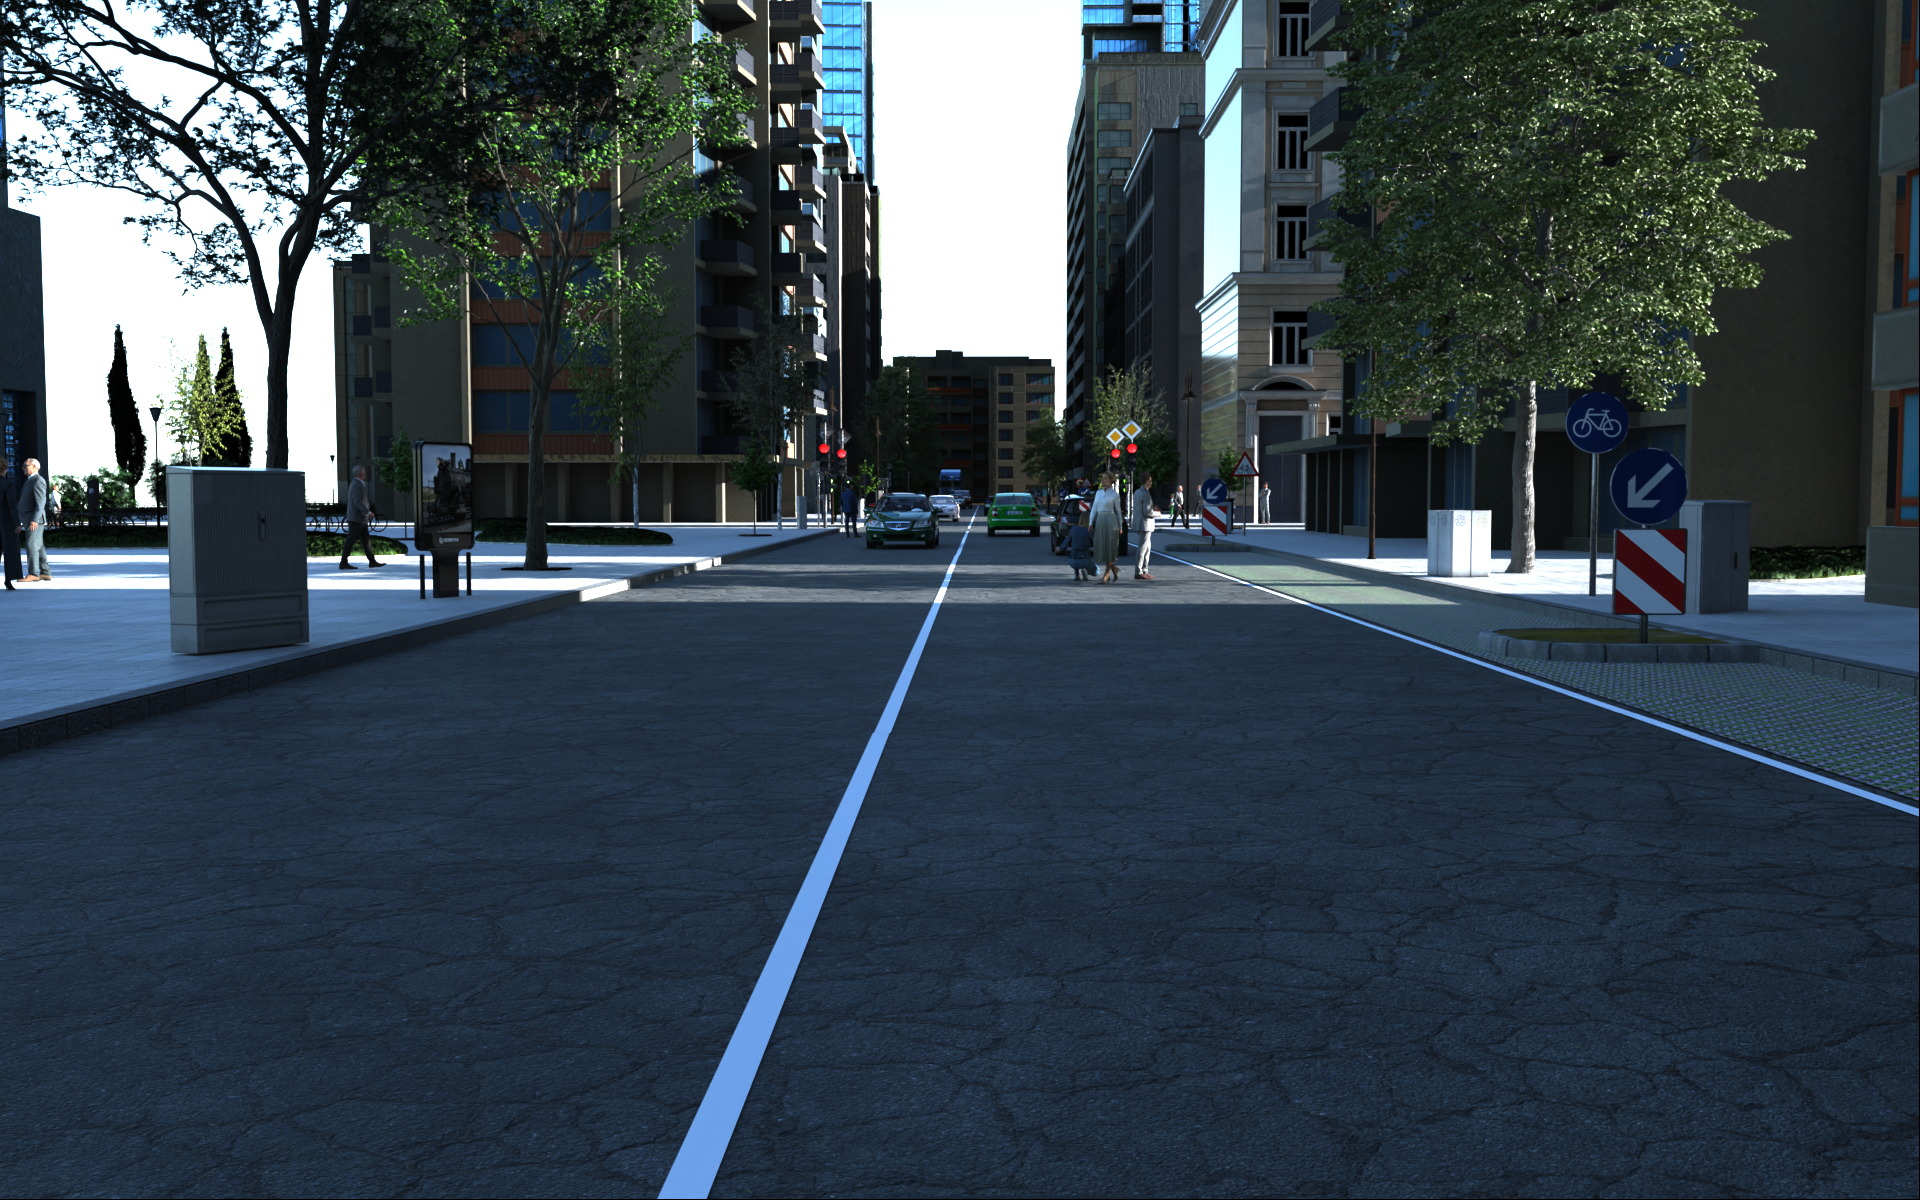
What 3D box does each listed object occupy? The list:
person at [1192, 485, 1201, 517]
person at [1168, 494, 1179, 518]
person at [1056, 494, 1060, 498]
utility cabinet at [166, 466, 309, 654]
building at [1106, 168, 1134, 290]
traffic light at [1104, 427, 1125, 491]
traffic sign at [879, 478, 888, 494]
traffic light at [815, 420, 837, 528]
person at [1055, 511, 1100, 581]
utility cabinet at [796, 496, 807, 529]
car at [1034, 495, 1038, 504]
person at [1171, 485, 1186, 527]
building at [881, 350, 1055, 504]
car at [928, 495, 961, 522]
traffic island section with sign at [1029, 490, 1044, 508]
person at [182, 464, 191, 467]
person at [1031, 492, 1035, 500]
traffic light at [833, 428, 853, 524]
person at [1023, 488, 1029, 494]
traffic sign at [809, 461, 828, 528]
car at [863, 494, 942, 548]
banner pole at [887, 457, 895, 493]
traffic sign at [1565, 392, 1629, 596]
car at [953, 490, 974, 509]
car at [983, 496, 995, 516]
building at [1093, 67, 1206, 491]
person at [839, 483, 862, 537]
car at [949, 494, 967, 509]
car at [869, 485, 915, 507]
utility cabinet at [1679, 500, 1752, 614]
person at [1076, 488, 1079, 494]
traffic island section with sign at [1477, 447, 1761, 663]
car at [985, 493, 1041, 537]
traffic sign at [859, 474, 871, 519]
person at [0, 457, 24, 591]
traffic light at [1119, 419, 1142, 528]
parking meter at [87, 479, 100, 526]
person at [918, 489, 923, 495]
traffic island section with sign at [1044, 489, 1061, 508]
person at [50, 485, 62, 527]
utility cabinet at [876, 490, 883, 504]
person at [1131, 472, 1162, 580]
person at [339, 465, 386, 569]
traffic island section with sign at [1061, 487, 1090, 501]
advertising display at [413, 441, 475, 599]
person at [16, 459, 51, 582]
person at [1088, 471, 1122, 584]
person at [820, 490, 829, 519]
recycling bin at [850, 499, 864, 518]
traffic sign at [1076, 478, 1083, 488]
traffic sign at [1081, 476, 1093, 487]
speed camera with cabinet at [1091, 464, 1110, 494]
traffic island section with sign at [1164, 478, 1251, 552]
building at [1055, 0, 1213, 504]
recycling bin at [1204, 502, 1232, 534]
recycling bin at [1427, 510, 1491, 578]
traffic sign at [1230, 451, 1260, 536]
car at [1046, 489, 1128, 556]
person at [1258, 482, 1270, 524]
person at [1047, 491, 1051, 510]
[{"bbox_3d":[13.283,-5.522,96.731,0.834,1.777,0.661,0,4,3],"label":"person"},{"bbox_3d":[11.527,-5.083,93.399,0.590,1.304,0.306,2,4,25],"label":"person"},{"bbox_3d":[10.550,-10.767,182.224,1.348,1.807,0.705,-2,4,-23],"label":"person"},{"bbox_3d":[-5.905,-0.340,14.231,0.318,1.500,1.173,2,4,24],"label":"utility cabinet"},{"bbox_3d":[19.973,-23.490,155.764,14.160,30.474,14.107,0,4,1],"label":"building"},{"bbox_3d":[6.512,-5.139,72.943,0.839,4.253,0.868,0,4,1],"label":"traffic light"},{"bbox_3d":[-4.854,-6.561,109.400,0.606,2.300,0.079,1,4,10],"label":"traffic sign"},{"bbox_3d":[-5.057,-4.659,65.097,0.839,4.253,0.868,0,4,1],"label":"traffic light"},{"bbox_3d":[1.999,-0.910,28.884,1.012,1.151,0.738,2,4,26],"label":"person"},{"bbox_3d":[-5.812,-3.215,63.721,0.306,1.237,1.020,-1,4,-11],"label":"utility cabinet"},{"bbox_3d":[7.783,-10.607,186.009,1.945,1.354,3.894,0,4,1],"label":"car"},{"bbox_3d":[8.866,-3.712,69.595,0.834,1.777,0.661,2,4,28],"label":"person"},{"bbox_3d":[-1.384,-24.655,248.156,28.899,21.520,27.650,0,4,1],"label":"building"},{"bbox_3d":[-0.996,-4.808,90.970,2.083,1.381,4.827,0,4,2],"label":"car"},{"bbox_3d":[7.931,-10.164,174.802,1.989,1.847,2.006,0,4,1],"label":"traffic island section with sign"},{"bbox_3d":[-13.647,-1.487,30.453,0.391,1.810,0.635,-1,4,-16],"label":"person"},{"bbox_3d":[6.091,-8.333,146.548,0.589,1.601,0.330,-2,4,-34],"label":"person"},{"bbox_3d":[-4.949,-5.147,73.081,0.839,4.253,0.868,0,4,1],"label":"traffic light"},{"bbox_3d":[4.245,-6.333,111.899,0.638,1.841,0.748,-1,4,-16],"label":"person"},{"bbox_3d":[-5.390,-4.032,66.027,0.768,2.556,0.104,0,4,7],"label":"traffic sign"},{"bbox_3d":[-1.529,-2.162,47.140,2.131,1.459,4.920,0,4,1],"label":"car"},{"bbox_3d":[-4.648,-7.832,118.077,0.863,3.779,0.401,-3,5,-40],"label":"banner pole"},{"bbox_3d":[7.952,-1.321,21.699,0.768,2.556,0.104,0,4,7],"label":"traffic sign"},{"bbox_3d":[0.173,-9.796,168.838,2.281,1.827,5.304,0,4,0],"label":"car"},{"bbox_3d":[2.482,-6.328,116.049,1.945,1.354,3.894,0,4,2],"label":"car"},{"bbox_3d":[20.000,-29.719,169.507,14.154,41.232,14.086,0,4,1],"label":"building"},{"bbox_3d":[-3.647,-2.983,57.455,0.721,1.800,0.419,1,4,17],"label":"person"},{"bbox_3d":[-0.428,-9.270,163.361,2.131,1.459,4.920,0,4,-1],"label":"car"},{"bbox_3d":[-2.168,-3.245,62.102,2.155,1.783,4.494,0,4,-1],"label":"car"},{"bbox_3d":[8.207,-0.469,18.830,1.020,1.237,0.306,-3,4,-38],"label":"utility cabinet"},{"bbox_3d":[11.603,-10.139,171.453,0.705,1.869,1.348,3,4,36],"label":"person"},{"bbox_3d":[5.783,-0.424,15.562,1.989,1.847,2.006,0,4,1],"label":"traffic island section with sign"},{"bbox_3d":[1.834,-3.118,59.782,1.959,1.807,4.718,0,4,1],"label":"car"},{"bbox_3d":[-4.914,-5.345,89.517,0.606,2.300,0.079,1,4,9],"label":"traffic sign"},{"bbox_3d":[-12.704,-1.009,22.959,0.576,1.772,0.534,-1,4,-9],"label":"person"},{"bbox_3d":[6.404,-4.651,64.959,0.839,4.253,0.868,0,4,1],"label":"traffic light"},{"bbox_3d":[-32.994,-3.684,65.943,0.399,1.863,0.255,1,4,9],"label":"parking meter"},{"bbox_3d":[-4.115,-10.356,175.233,0.709,1.838,0.599,2,4,29],"label":"person"},{"bbox_3d":[7.268,-7.134,125.268,1.989,1.847,2.006,0,4,1],"label":"traffic island section with sign"},{"bbox_3d":[-36.105,-3.687,69.016,0.641,1.798,0.478,-1,4,-22],"label":"person"},{"bbox_3d":[-4.927,-5.940,105.795,0.318,1.500,1.173,-1,4,-9],"label":"utility cabinet"},{"bbox_3d":[3.173,-1.247,29.091,0.583,1.804,0.606,-1,4,-18],"label":"person"},{"bbox_3d":[-10.242,-1.423,29.702,0.834,1.777,0.661,-2,4,-34],"label":"person"},{"bbox_3d":[6.897,-5.475,98.144,1.989,1.847,2.006,0,4,1],"label":"traffic island section with sign"},{"bbox_3d":[-6.392,-0.995,21.489,0.123,1.923,0.974,2,4,24],"label":"advertising display"},{"bbox_3d":[-13.681,-1.174,25.419,0.590,1.801,0.661,-3,5,-39],"label":"person"},{"bbox_3d":[2.386,-1.167,27.811,0.641,1.798,0.478,-3,5,-44],"label":"person"},{"bbox_3d":[-7.003,-4.925,89.156,0.523,1.515,0.503,0,4,-4],"label":"person"},{"bbox_3d":[-5.556,-4.913,92.888,0.722,1.027,0.722,1,4,10],"label":"recycling bin"},{"bbox_3d":[9.759,-8.592,140.592,0.768,2.556,0.104,1,4,10],"label":"traffic sign"},{"bbox_3d":[9.212,-7.705,125.976,0.884,2.594,0.081,0,4,8],"label":"traffic sign"},{"bbox_3d":[9.229,-7.249,112.854,0.660,3.252,2.038,-2,4,-25],"label":"speed camera with cabinet"},{"bbox_3d":[6.151,-2.123,43.347,1.989,1.847,2.006,0,4,1],"label":"traffic island section with sign"},{"bbox_3d":[28.530,-56.923,243.354,31.000,86.520,22.319,0,4,1],"label":"building"},{"bbox_3d":[8.336,-2.659,56.029,0.722,1.027,0.722,-1,4,-10],"label":"recycling bin"},{"bbox_3d":[7.775,-0.883,26.989,0.722,1.027,0.722,-1,4,-13],"label":"recycling bin"},{"bbox_3d":[8.657,-3.220,52.649,0.884,2.594,0.081,1,4,10],"label":"traffic sign"},{"bbox_3d":[3.088,-1.957,41.778,2.009,1.686,4.222,0,4,1],"label":"car"},{"bbox_3d":[13.077,-4.176,74.499,0.511,1.800,0.466,2,4,31],"label":"person"},{"bbox_3d":[8.119,-9.081,157.886,0.530,1.710,0.541,3,5,41],"label":"person"}]
